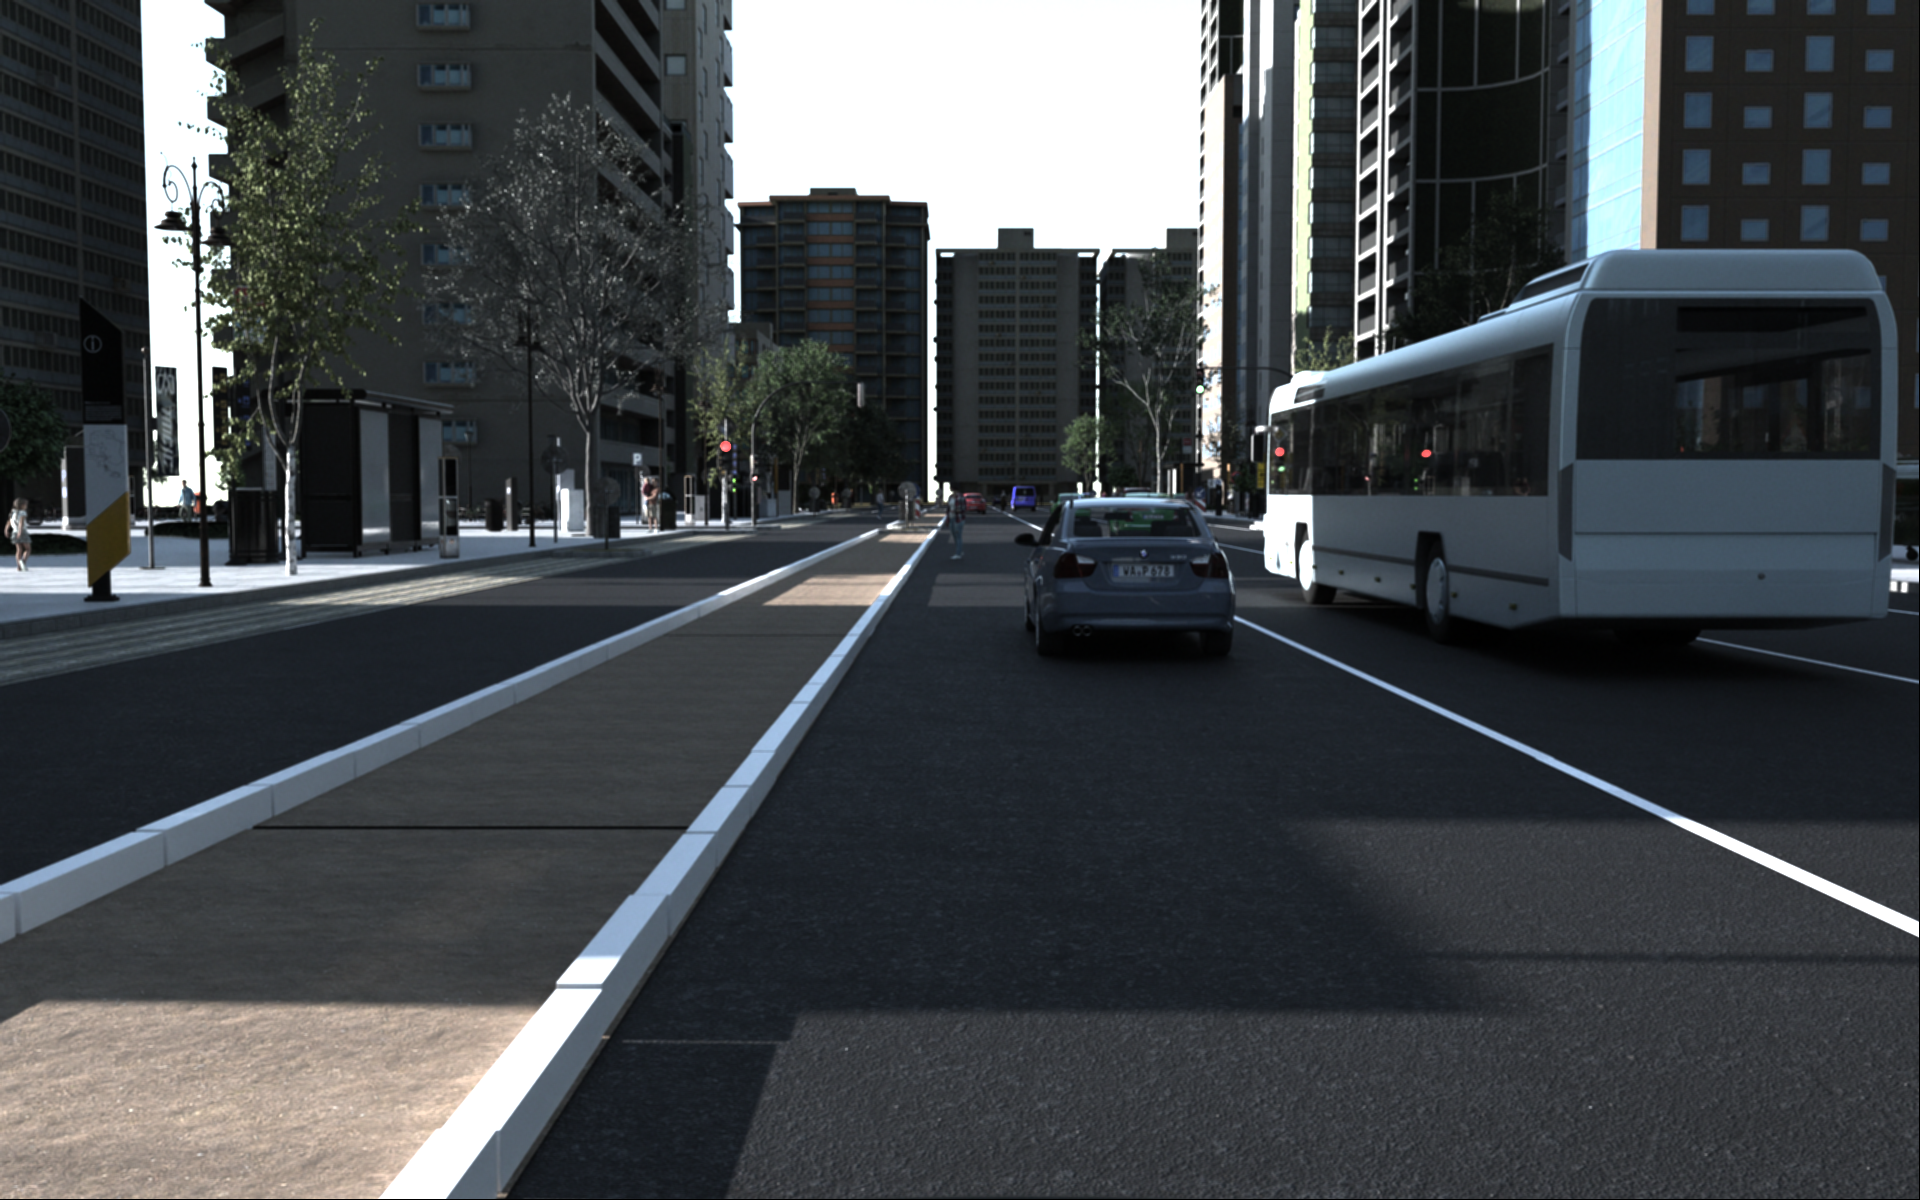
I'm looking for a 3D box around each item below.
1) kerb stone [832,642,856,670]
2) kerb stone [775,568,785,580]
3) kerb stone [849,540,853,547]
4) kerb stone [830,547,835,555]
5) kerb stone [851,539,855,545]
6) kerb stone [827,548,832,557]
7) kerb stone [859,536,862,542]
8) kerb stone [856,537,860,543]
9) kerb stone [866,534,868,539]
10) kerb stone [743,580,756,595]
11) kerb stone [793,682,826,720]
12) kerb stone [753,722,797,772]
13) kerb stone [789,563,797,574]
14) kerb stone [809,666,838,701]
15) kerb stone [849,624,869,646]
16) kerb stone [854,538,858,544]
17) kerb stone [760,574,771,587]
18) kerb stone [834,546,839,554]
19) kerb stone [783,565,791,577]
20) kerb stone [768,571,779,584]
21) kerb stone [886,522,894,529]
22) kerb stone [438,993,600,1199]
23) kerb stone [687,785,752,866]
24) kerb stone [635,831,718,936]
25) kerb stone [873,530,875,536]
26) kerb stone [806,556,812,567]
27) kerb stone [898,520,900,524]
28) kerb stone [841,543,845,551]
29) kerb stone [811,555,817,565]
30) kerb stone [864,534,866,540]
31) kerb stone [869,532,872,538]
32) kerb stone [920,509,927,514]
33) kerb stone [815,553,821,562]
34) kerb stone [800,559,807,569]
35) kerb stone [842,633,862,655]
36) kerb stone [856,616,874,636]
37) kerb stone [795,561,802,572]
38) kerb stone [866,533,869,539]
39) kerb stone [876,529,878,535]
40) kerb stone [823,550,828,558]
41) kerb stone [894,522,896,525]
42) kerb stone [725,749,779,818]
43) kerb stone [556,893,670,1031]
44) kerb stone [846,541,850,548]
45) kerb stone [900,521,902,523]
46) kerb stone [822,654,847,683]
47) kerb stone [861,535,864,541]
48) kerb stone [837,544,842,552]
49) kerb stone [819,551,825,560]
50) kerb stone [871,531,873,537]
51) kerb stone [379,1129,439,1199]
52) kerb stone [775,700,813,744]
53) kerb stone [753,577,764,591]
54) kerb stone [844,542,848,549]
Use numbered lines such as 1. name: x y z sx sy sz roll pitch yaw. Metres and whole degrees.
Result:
1. kerb stone: -0.970 0.484 14.279 0.120 0.150 1.000 0 3 0
2. kerb stone: -3.049 -0.394 28.633 0.120 0.150 1.000 0 3 0
3. kerb stone: -3.010 -1.459 46.074 0.120 0.150 1.000 0 3 0
4. kerb stone: -3.026 -1.083 39.919 0.120 0.150 1.000 0 3 0
5. kerb stone: -3.012 -1.523 47.096 0.120 0.150 1.000 0 3 0
6. kerb stone: -3.032 -1.019 38.894 0.120 0.150 1.000 0 3 0
7. kerb stone: -3.006 -1.710 50.162 0.120 0.150 1.000 0 3 0
8. kerb stone: -3.010 -1.646 49.140 0.120 0.150 1.000 0 3 0
9. kerb stone: -2.997 -1.895 53.229 0.120 0.150 1.000 0 3 0
10. kerb stone: -3.053 -0.144 24.545 0.120 0.150 1.000 0 3 0
11. kerb stone: -0.981 0.674 11.200 0.120 0.150 1.000 0 3 0
12. kerb stone: -0.984 0.798 9.150 0.120 0.150 1.000 0 3 0
13. kerb stone: -3.045 -0.516 30.677 0.120 0.150 1.000 0 3 0
14. kerb stone: -0.976 0.610 12.228 0.120 0.150 1.000 0 3 0
15. kerb stone: -0.971 0.359 16.327 0.120 0.150 1.000 0 3 0
16. kerb stone: -3.008 -1.582 48.118 0.120 0.150 1.000 0 3 0
17. kerb stone: -3.051 -0.267 26.589 0.120 0.150 1.000 0 3 0
18. kerb stone: -3.023 -1.147 40.946 0.120 0.150 1.000 0 3 0
19. kerb stone: -3.047 -0.456 29.655 0.120 0.150 1.000 0 3 0
20. kerb stone: -3.043 -0.329 27.611 0.120 0.150 1.000 0 3 0
21. kerb stone: -2.968 -3.123 73.274 0.120 0.150 1.000 0 3 0
22. kerb stone: -0.995 1.122 4.024 0.120 0.150 1.000 0 3 0
23. kerb stone: -0.983 0.925 7.098 0.120 0.150 1.000 0 3 0
24. kerb stone: -0.989 0.992 6.073 0.120 0.150 1.000 0 3 0
25. kerb stone: -2.988 -2.149 57.331 0.120 0.150 1.000 0 3 0
26. kerb stone: -3.032 -0.708 33.767 0.120 0.150 1.000 0 3 0
27. kerb stone: -2.950 -3.497 79.422 0.120 0.150 1.000 0 3 0
28. kerb stone: -3.012 -1.272 42.997 0.120 0.150 1.000 0 3 0
29. kerb stone: -3.031 -0.764 34.798 0.120 0.150 1.000 0 3 0
30. kerb stone: -2.995 -1.832 52.207 0.120 0.150 1.000 0 3 0
31. kerb stone: -2.990 -2.024 55.281 0.120 0.150 1.000 0 3 0
32. kerb stone: -2.848 -6.890 134.846 0.120 0.150 1.000 0 3 0
33. kerb stone: -3.032 -0.828 35.819 0.120 0.150 1.000 0 3 0
34. kerb stone: -3.037 -0.645 32.733 0.120 0.150 1.000 0 3 0
35. kerb stone: -0.975 0.428 15.301 0.120 0.150 1.000 0 3 0
36. kerb stone: -0.969 0.296 17.355 0.120 0.150 1.000 0 3 0
37. kerb stone: -3.044 -0.576 31.699 0.120 0.150 1.000 0 3 0
38. kerb stone: -3.003 -1.957 54.251 0.120 0.150 1.000 0 3 0
39. kerb stone: -2.987 -2.274 59.375 0.120 0.150 1.000 0 3 0
40. kerb stone: -3.032 -0.958 37.865 0.120 0.150 1.000 0 3 0
41. kerb stone: -2.954 -3.187 74.297 0.120 0.150 1.000 0 3 0
42. kerb stone: -0.977 0.861 8.124 0.120 0.150 1.000 0 3 0
43. kerb stone: -0.998 1.049 5.045 0.120 0.150 1.000 0 3 0
44. kerb stone: -3.018 -1.398 45.049 0.120 0.150 1.000 0 3 0
45. kerb stone: -2.945 -3.623 81.478 0.120 0.150 1.000 0 3 0
46. kerb stone: -0.975 0.550 13.257 0.120 0.150 1.000 0 3 0
47. kerb stone: -3.000 -1.773 51.185 0.120 0.150 1.000 0 3 0
48. kerb stone: -3.021 -1.210 41.974 0.120 0.150 1.000 0 3 0
49. kerb stone: -3.035 -0.893 36.843 0.120 0.150 1.000 0 3 0
50. kerb stone: -2.996 -2.085 56.308 0.120 0.150 1.000 0 3 0
51. kerb stone: -0.997 1.174 3.001 0.120 0.150 1.000 0 3 0
52. kerb stone: -0.985 0.740 10.175 0.120 0.150 1.000 0 3 0
53. kerb stone: -3.049 -0.206 25.567 0.120 0.150 1.000 0 3 0
54. kerb stone: -3.015 -1.335 44.027 0.120 0.150 1.000 0 3 0
